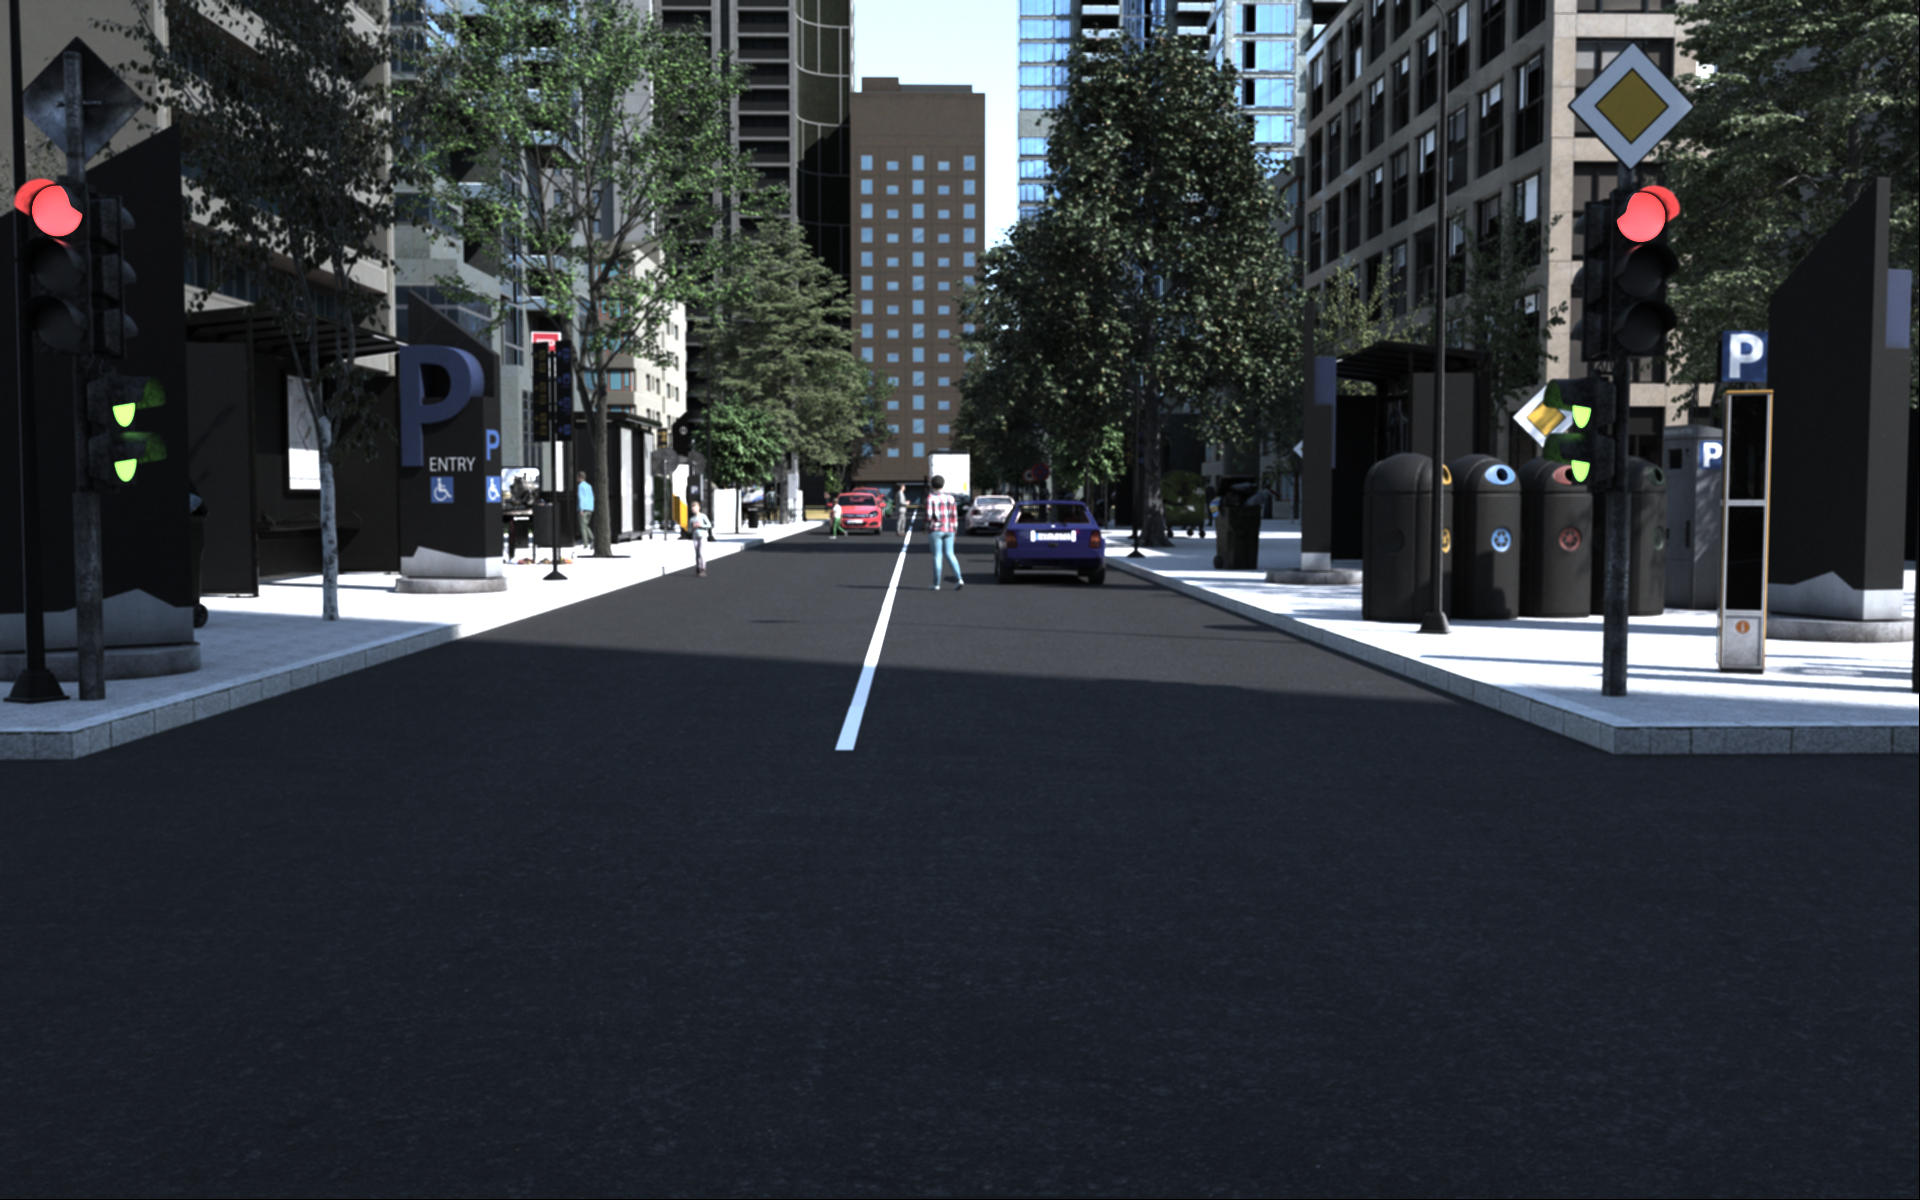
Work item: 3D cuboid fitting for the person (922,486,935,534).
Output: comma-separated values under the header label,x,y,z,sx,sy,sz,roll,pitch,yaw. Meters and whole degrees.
label,x,y,z,sx,sy,sz,roll,pitch,yaw
person,-1.043,-3.378,63.100,0.648,1.900,0.474,-1,4,-15

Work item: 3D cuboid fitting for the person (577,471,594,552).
label,x,y,z,sx,sy,sz,roll,pitch,yaw
person,-8.329,-1.967,38.540,0.444,1.785,0.601,2,4,27

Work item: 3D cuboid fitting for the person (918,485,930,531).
label,x,y,z,sx,sy,sz,roll,pitch,yaw
person,-1.207,-3.613,67.850,0.850,1.792,0.678,1,4,17

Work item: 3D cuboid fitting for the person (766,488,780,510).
label,x,y,z,sx,sy,sz,roll,pitch,yaw
person,-15.195,-8.189,140.009,1.350,1.814,0.705,-1,4,-22

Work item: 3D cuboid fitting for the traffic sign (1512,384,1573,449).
label,x,y,z,sx,sy,sz,roll,pitch,yaw
traffic sign,7.025,-1.286,20.759,0.795,2.593,0.064,0,4,5

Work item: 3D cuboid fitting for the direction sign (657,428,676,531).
label,x,y,z,sx,sy,sz,roll,pitch,yaw
direction sign,-9.953,-4.132,59.551,0.876,3.537,0.379,-1,4,-16

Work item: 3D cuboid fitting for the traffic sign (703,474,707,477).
label,x,y,z,sx,sy,sz,roll,pitch,yaw
traffic sign,-12.198,-4.854,81.499,0.606,2.300,0.079,0,4,7

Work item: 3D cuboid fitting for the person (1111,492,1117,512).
label,x,y,z,sx,sy,sz,roll,pitch,yaw
person,8.427,-5.196,91.933,0.756,1.711,0.436,1,4,14

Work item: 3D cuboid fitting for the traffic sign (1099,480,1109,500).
label,x,y,z,sx,sy,sz,roll,pitch,yaw
traffic sign,6.975,-5.185,84.888,0.768,2.556,0.104,0,4,0

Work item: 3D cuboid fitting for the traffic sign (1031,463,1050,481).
label,x,y,z,sx,sy,sz,roll,pitch,yaw
traffic sign,3.268,-4.293,70.304,0.768,2.556,0.104,0,4,1

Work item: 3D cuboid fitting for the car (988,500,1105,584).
label,x,y,z,sx,sy,sz,roll,pitch,yaw
car,1.459,-1.006,29.027,1.945,1.354,3.894,0,3,0

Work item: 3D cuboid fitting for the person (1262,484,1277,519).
label,x,y,z,sx,sy,sz,roll,pitch,yaw
person,15.686,-5.032,88.395,0.705,1.814,1.350,-2,4,-29

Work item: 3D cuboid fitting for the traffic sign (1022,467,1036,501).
label,x,y,z,sx,sy,sz,roll,pitch,yaw
traffic sign,3.341,-5.061,82.854,0.768,2.556,0.104,0,4,8

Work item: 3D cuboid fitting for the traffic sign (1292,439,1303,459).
label,x,y,z,sx,sy,sz,roll,pitch,yaw
traffic sign,7.206,-2.182,35.402,0.795,2.593,0.064,0,4,7

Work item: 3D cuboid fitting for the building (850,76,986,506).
label,x,y,z,sx,sy,sz,roll,pitch,yaw
building,-4.556,-32.991,189.511,14.200,45.320,14.600,0,4,-1

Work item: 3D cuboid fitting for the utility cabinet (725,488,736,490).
label,x,y,z,sx,sy,sz,roll,pitch,yaw
utility cabinet,-8.981,-3.618,67.825,0.318,1.500,1.173,-1,4,-17

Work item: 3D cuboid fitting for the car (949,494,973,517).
label,x,y,z,sx,sy,sz,roll,pitch,yaw
car,-0.232,-5.201,96.830,2.131,1.459,4.920,0,4,1

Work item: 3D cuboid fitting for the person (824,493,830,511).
label,x,y,z,sx,sy,sz,roll,pitch,yaw
person,-9.849,-7.478,129.015,0.721,1.736,1.217,1,4,14

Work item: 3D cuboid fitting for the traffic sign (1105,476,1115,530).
label,x,y,z,sx,sy,sz,roll,pitch,yaw
traffic sign,5.295,-3.821,62.581,0.768,2.556,0.104,0,4,5

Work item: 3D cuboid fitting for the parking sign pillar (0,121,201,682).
label,x,y,z,sx,sy,sz,roll,pitch,yaw
parking sign pillar,-6.264,-1.462,12.382,1.447,3.967,1.447,-3,4,-39

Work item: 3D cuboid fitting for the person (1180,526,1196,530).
label,x,y,z,sx,sy,sz,roll,pitch,yaw
person,8.171,-3.418,62.326,0.834,1.777,0.661,-2,4,-33

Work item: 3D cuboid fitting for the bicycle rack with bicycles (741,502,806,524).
label,x,y,z,sx,sy,sz,roll,pitch,yaw
bicycle rack with bicycles,-8.006,-3.808,75.640,2.852,0.926,2.925,-2,4,-34

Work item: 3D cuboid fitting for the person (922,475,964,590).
label,x,y,z,sx,sy,sz,roll,pitch,yaw
person,-0.273,-1.014,25.910,0.563,1.720,0.643,-2,4,-32

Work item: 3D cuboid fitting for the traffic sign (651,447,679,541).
label,x,y,z,sx,sy,sz,roll,pitch,yaw
traffic sign,-7.974,-2.856,46.805,0.768,2.556,0.104,0,4,-1

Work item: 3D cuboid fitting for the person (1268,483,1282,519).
label,x,y,z,sx,sy,sz,roll,pitch,yaw
person,15.983,-5.120,89.690,1.348,1.831,0.705,0,4,6

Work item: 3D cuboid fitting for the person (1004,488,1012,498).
label,x,y,z,sx,sy,sz,roll,pitch,yaw
person,3.650,-7.235,124.851,1.217,1.766,0.721,-1,4,-22

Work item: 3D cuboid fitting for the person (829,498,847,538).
label,x,y,z,sx,sy,sz,roll,pitch,yaw
person,-3.931,-2.637,55.869,0.590,1.304,0.306,1,4,10

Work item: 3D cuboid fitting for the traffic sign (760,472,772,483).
label,x,y,z,sx,sy,sz,roll,pitch,yaw
traffic sign,-9.726,-5.247,85.793,0.884,2.594,0.081,0,4,2

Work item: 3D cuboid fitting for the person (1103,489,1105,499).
label,x,y,z,sx,sy,sz,roll,pitch,yaw
person,12.149,-8.536,146.404,0.445,1.727,0.742,0,4,-1

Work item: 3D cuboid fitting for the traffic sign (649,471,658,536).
label,x,y,z,sx,sy,sz,roll,pitch,yaw
traffic sign,-9.476,-3.231,52.931,0.768,2.556,0.104,0,4,1

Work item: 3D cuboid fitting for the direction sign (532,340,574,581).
label,x,y,z,sx,sy,sz,roll,pitch,yaw
direction sign,-6.045,-2.065,25.766,0.876,3.537,0.379,3,4,37

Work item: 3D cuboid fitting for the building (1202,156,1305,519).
label,x,y,z,sx,sy,sz,roll,pitch,yaw
building,30.641,-15.818,103.658,27.650,21.520,28.899,0,4,-1

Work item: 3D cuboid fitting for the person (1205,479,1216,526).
label,x,y,z,sx,sy,sz,roll,pitch,yaw
person,9.947,-3.919,69.481,0.474,1.900,0.648,2,4,34

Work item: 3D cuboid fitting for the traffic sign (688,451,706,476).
label,x,y,z,sx,sy,sz,roll,pitch,yaw
traffic sign,-7.854,-3.112,50.994,0.768,2.556,0.104,0,4,4

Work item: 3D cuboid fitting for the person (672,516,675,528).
label,x,y,z,sx,sy,sz,roll,pitch,yaw
person,-11.001,-3.655,66.385,0.593,1.750,0.643,2,4,24

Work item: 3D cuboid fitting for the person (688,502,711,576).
label,x,y,z,sx,sy,sz,roll,pitch,yaw
person,-4.564,-1.072,30.306,0.425,1.301,0.394,0,4,4

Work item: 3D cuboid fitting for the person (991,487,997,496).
label,x,y,z,sx,sy,sz,roll,pitch,yaw
person,2.736,-7.947,135.916,0.705,1.831,1.348,-2,4,-32

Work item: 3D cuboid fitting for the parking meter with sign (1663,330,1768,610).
label,x,y,z,sx,sy,sz,roll,pitch,yaw
parking meter with sign,8.241,-1.414,19.387,0.543,3.016,1.738,-1,4,-8

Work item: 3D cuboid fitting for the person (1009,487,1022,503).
label,x,y,z,sx,sy,sz,roll,pitch,yaw
person,3.443,-6.161,107.323,0.990,1.755,0.434,0,4,-4

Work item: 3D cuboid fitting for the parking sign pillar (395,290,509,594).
label,x,y,z,sx,sy,sz,roll,pitch,yaw
parking sign pillar,-6.690,-2.094,22.709,1.447,3.967,1.447,1,4,17

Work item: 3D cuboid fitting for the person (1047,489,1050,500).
label,x,y,z,sx,sy,sz,roll,pitch,yaw
person,3.964,-4.599,81.077,0.661,1.843,0.795,-3,5,-40

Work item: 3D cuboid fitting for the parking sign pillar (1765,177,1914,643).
label,x,y,z,sx,sy,sz,roll,pitch,yaw
parking sign pillar,7.831,-1.653,15.502,1.447,3.967,1.447,-1,4,-14

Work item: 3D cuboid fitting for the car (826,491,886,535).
label,x,y,z,sx,sy,sz,roll,pitch,yaw
car,-3.722,-3.256,62.281,2.155,1.783,4.494,0,4,-2

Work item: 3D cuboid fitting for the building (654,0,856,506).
label,x,y,z,sx,sy,sz,roll,pitch,yaw
building,-22.151,-46.083,191.709,20.611,71.187,20.563,0,4,-1

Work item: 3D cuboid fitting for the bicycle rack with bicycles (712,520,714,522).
label,x,y,z,sx,sy,sz,roll,pitch,yaw
bicycle rack with bicycles,-10.842,-4.044,79.508,2.852,0.926,2.925,-2,4,-29

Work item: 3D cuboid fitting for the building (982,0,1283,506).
label,x,y,z,sx,sy,sz,roll,pitch,yaw
building,17.928,-53.881,193.628,31.000,86.520,22.319,0,4,-1

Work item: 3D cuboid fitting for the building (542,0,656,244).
label,x,y,z,sx,sy,sz,roll,pitch,yaw
building,-46.567,-39.757,192.026,28.212,58.520,21.231,0,4,-1

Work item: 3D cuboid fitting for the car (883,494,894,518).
label,x,y,z,sx,sy,sz,roll,pitch,yaw
car,-5.089,-5.773,106.181,2.131,1.459,4.920,0,4,0

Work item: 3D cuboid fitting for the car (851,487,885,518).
label,x,y,z,sx,sy,sz,roll,pitch,yaw
car,-5.479,-5.600,100.236,2.281,1.827,5.304,0,4,0

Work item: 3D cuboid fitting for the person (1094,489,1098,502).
label,x,y,z,sx,sy,sz,roll,pitch,yaw
person,6.500,-4.873,85.888,0.661,1.801,0.590,3,5,40

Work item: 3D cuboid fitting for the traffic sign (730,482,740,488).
label,x,y,z,sx,sy,sz,roll,pitch,yaw
traffic sign,-11.098,-5.077,85.131,0.606,2.300,0.079,0,4,2

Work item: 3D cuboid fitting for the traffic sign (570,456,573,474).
label,x,y,z,sx,sy,sz,roll,pitch,yaw
traffic sign,-11.658,-3.256,53.340,0.768,2.556,0.104,0,4,0

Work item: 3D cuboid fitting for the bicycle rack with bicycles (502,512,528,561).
label,x,y,z,sx,sy,sz,roll,pitch,yaw
bicycle rack with bicycles,-9.796,-1.280,34.307,2.852,0.926,2.925,0,4,-5

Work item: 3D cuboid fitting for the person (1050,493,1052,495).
label,x,y,z,sx,sy,sz,roll,pitch,yaw
person,8.700,-9.366,159.898,1.217,1.735,0.721,-2,4,-29

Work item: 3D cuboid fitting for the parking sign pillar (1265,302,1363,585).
label,x,y,z,sx,sy,sz,roll,pitch,yaw
parking sign pillar,5.151,-2.233,24.988,1.447,3.967,1.447,1,4,11

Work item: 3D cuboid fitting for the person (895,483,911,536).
label,x,y,z,sx,sy,sz,roll,pitch,yaw
person,-1.928,-3.087,59.180,0.583,1.804,0.606,-1,4,-16

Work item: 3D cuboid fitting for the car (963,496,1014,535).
label,x,y,z,sx,sy,sz,roll,pitch,yaw
car,1.167,-3.024,61.799,2.083,1.381,4.827,0,4,-2

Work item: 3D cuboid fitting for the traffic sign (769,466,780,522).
label,x,y,z,sx,sy,sz,roll,pitch,yaw
traffic sign,-8.475,-4.868,79.706,0.768,2.556,0.104,0,4,4

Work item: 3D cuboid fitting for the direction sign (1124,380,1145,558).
label,x,y,z,sx,sy,sz,roll,pitch,yaw
direction sign,3.566,-2.631,35.016,0.379,3.537,0.876,0,4,5

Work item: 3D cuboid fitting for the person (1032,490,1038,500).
label,x,y,z,sx,sy,sz,roll,pitch,yaw
person,5.784,-7.738,133.483,0.541,1.710,0.530,2,4,32
